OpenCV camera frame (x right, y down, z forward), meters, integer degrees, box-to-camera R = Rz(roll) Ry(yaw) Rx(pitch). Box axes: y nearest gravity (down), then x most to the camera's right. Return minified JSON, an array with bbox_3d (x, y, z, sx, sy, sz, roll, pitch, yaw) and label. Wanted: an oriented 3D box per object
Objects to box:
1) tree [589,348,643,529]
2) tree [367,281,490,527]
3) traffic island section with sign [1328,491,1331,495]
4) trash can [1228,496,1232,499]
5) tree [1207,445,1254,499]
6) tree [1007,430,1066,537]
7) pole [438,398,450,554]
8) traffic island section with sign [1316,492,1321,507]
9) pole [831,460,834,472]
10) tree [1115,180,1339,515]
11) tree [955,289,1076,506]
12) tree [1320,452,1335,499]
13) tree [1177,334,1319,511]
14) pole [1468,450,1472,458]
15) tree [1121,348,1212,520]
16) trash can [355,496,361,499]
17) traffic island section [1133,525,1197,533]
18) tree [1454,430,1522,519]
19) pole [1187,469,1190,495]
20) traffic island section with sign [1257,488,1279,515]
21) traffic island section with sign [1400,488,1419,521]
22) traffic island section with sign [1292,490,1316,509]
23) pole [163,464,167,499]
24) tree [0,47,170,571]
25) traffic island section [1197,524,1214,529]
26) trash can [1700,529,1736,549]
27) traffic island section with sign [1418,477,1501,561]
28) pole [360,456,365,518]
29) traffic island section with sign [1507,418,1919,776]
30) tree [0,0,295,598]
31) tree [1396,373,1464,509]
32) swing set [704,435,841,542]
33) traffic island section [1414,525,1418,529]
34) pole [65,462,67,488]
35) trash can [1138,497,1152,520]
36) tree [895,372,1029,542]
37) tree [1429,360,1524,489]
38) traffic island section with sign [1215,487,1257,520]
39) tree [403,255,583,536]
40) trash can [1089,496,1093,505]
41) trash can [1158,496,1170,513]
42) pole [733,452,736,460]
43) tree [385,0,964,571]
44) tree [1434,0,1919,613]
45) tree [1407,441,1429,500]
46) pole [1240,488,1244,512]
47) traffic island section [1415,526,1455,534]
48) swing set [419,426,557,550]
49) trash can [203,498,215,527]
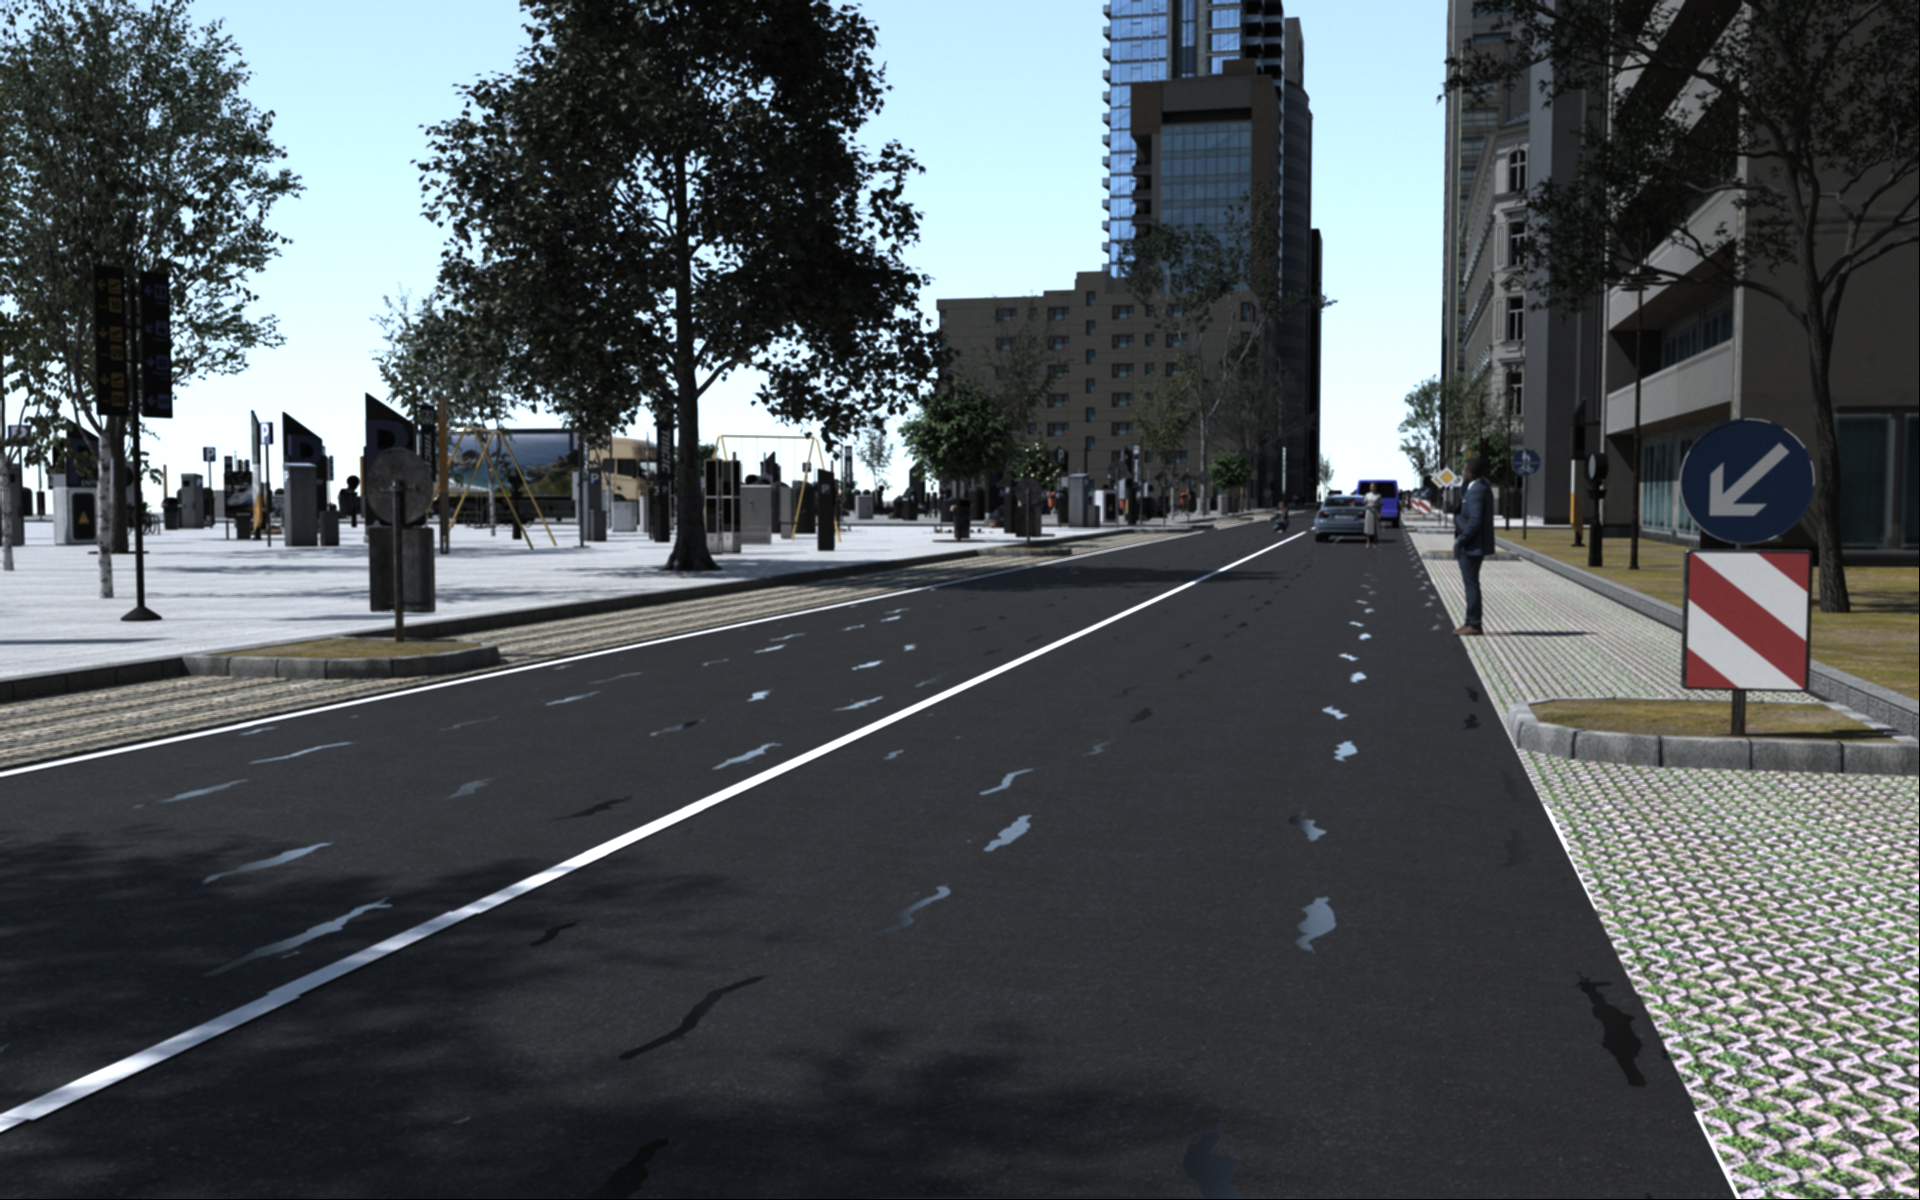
[{"bbox_3d":[-13.249,-6.951,64.006,4.360,8.622,3.978,0,3,0],"label":"tree"},{"bbox_3d":[-18.514,-6.731,60.412,4.737,8.622,4.395,0,3,0],"label":"tree"},{"bbox_3d":[60.005,-16.376,276.367,1.989,1.847,2.006,1,4,14],"label":"traffic island section with sign"},{"bbox_3d":[18.536,-6.605,119.650,0.748,1.137,0.748,0,3,0],"label":"trash can"},{"bbox_3d":[18.165,-8.132,116.669,4.285,4.588,4.351,0,3,0],"label":"tree"},{"bbox_3d":[2.486,-3.548,52.606,1.663,3.219,1.824,0,3,0],"label":"tree"},{"bbox_3d":[-11.047,-2.643,37.049,0.158,3.312,0.155,0,3,0],"label":"pole"},{"bbox_3d":[40.072,-11.452,195.872,1.989,1.847,2.006,1,4,14],"label":"traffic island section with sign"},{"bbox_3d":[-7.643,-6.713,103.597,0.158,3.312,0.155,0,3,0],"label":"pole"},{"bbox_3d":[16.030,-15.223,104.785,12.611,20.169,13.585,0,3,0],"label":"tree"},{"bbox_3d":[1.909,-6.804,61.610,4.360,8.622,3.978,0,3,0],"label":"tree"},{"bbox_3d":[62.997,-21.347,299.389,4.737,8.622,4.395,0,3,0],"label":"tree"},{"bbox_3d":[21.995,-13.533,131.631,12.009,13.543,11.850,0,3,0],"label":"tree"},{"bbox_3d":[23.719,-5.310,80.661,0.158,3.312,0.155,0,3,0],"label":"pole"},{"bbox_3d":[10.413,-8.332,86.595,4.737,8.622,4.395,0,3,0],"label":"tree"},{"bbox_3d":[-39.816,-6.311,114.835,0.748,1.137,0.748,0,3,0],"label":"trash can"},{"bbox_3d":[7.675,-2.624,65.183,2.009,0.180,2.903,1,4,14],"label":"traffic island section"},{"bbox_3d":[26.961,-6.407,88.475,4.285,4.588,4.351,0,3,0],"label":"tree"},{"bbox_3d":[18.509,-8.966,140.430,0.158,3.312,0.155,0,3,0],"label":"pole"},{"bbox_3d":[21.593,-6.894,121.336,1.989,1.847,2.006,1,4,14],"label":"traffic island section with sign"},{"bbox_3d":[24.408,-5.066,91.462,1.989,1.847,2.006,1,4,14],"label":"traffic island section with sign"},{"bbox_3d":[33.577,-9.852,169.708,1.989,1.847,2.006,1,4,14],"label":"traffic island section with sign"},{"bbox_3d":[-54.627,-7.659,119.061,0.158,3.312,0.155,0,3,0],"label":"pole"},{"bbox_3d":[-15.724,-4.793,28.726,4.737,8.622,4.395,0,3,0],"label":"tree"},{"bbox_3d":[9.596,-3.098,72.934,2.009,0.180,2.903,1,4,14],"label":"traffic island section"},{"bbox_3d":[11.110,-0.831,25.241,0.748,1.137,0.748,0,3,0],"label":"trash can"},{"bbox_3d":[11.150,-1.793,37.948,1.989,1.847,2.006,1,4,14],"label":"traffic island section with sign"},{"bbox_3d":[-32.064,-6.061,92.946,0.158,3.312,0.155,0,3,0],"label":"pole"},{"bbox_3d":[4.198,-0.075,9.856,1.989,1.847,2.006,1,4,14],"label":"traffic island section with sign"},{"bbox_3d":[-10.550,-4.344,21.389,4.360,8.622,3.978,0,3,0],"label":"tree"},{"bbox_3d":[40.918,-13.545,147.221,9.928,11.665,9.643,0,3,0],"label":"tree"},{"bbox_3d":[-5.240,-2.986,46.434,3.119,2.851,2.862,-2,4,-32],"label":"swing set"},{"bbox_3d":[19.536,-2.948,70.475,2.009,0.180,2.903,1,4,14],"label":"traffic island section"},{"bbox_3d":[-56.893,-7.119,110.234,0.158,3.312,0.155,0,3,0],"label":"pole"},{"bbox_3d":[9.014,-4.447,84.361,0.748,1.137,0.748,0,3,0],"label":"trash can"},{"bbox_3d":[-0.055,-3.848,46.637,4.285,4.588,4.351,0,3,0],"label":"tree"},{"bbox_3d":[28.478,-8.816,94.503,4.737,8.622,4.395,0,3,0],"label":"tree"},{"bbox_3d":[15.046,-5.278,94.918,1.989,1.847,2.006,1,4,14],"label":"traffic island section with sign"},{"bbox_3d":[-14.420,-6.250,52.542,4.360,8.622,3.978,0,3,0],"label":"tree"},{"bbox_3d":[8.999,-6.751,122.032,0.748,1.137,0.748,0,3,0],"label":"trash can"},{"bbox_3d":[13.124,-6.107,111.497,0.748,1.137,0.748,0,3,0],"label":"trash can"},{"bbox_3d":[-10.831,-5.468,83.248,0.158,3.312,0.155,0,3,0],"label":"pole"},{"bbox_3d":[-4.674,-6.846,28.938,9.611,12.733,9.660,0,3,0],"label":"tree"},{"bbox_3d":[9.320,-5.160,18.776,8.767,10.594,7.601,-2,4,-35],"label":"tree"},{"bbox_3d":[60.482,-16.848,225.823,4.737,8.622,4.395,0,3,0],"label":"tree"},{"bbox_3d":[19.821,-7.820,121.696,0.158,3.312,0.155,0,3,0],"label":"pole"},{"bbox_3d":[17.615,-2.474,62.724,2.009,0.180,2.903,1,4,14],"label":"traffic island section"},{"bbox_3d":[-11.352,-2.681,41.457,2.862,2.851,3.119,0,4,-2],"label":"swing set"},{"bbox_3d":[-29.660,-3.456,68.159,0.748,1.137,0.748,0,3,0],"label":"trash can"}]
